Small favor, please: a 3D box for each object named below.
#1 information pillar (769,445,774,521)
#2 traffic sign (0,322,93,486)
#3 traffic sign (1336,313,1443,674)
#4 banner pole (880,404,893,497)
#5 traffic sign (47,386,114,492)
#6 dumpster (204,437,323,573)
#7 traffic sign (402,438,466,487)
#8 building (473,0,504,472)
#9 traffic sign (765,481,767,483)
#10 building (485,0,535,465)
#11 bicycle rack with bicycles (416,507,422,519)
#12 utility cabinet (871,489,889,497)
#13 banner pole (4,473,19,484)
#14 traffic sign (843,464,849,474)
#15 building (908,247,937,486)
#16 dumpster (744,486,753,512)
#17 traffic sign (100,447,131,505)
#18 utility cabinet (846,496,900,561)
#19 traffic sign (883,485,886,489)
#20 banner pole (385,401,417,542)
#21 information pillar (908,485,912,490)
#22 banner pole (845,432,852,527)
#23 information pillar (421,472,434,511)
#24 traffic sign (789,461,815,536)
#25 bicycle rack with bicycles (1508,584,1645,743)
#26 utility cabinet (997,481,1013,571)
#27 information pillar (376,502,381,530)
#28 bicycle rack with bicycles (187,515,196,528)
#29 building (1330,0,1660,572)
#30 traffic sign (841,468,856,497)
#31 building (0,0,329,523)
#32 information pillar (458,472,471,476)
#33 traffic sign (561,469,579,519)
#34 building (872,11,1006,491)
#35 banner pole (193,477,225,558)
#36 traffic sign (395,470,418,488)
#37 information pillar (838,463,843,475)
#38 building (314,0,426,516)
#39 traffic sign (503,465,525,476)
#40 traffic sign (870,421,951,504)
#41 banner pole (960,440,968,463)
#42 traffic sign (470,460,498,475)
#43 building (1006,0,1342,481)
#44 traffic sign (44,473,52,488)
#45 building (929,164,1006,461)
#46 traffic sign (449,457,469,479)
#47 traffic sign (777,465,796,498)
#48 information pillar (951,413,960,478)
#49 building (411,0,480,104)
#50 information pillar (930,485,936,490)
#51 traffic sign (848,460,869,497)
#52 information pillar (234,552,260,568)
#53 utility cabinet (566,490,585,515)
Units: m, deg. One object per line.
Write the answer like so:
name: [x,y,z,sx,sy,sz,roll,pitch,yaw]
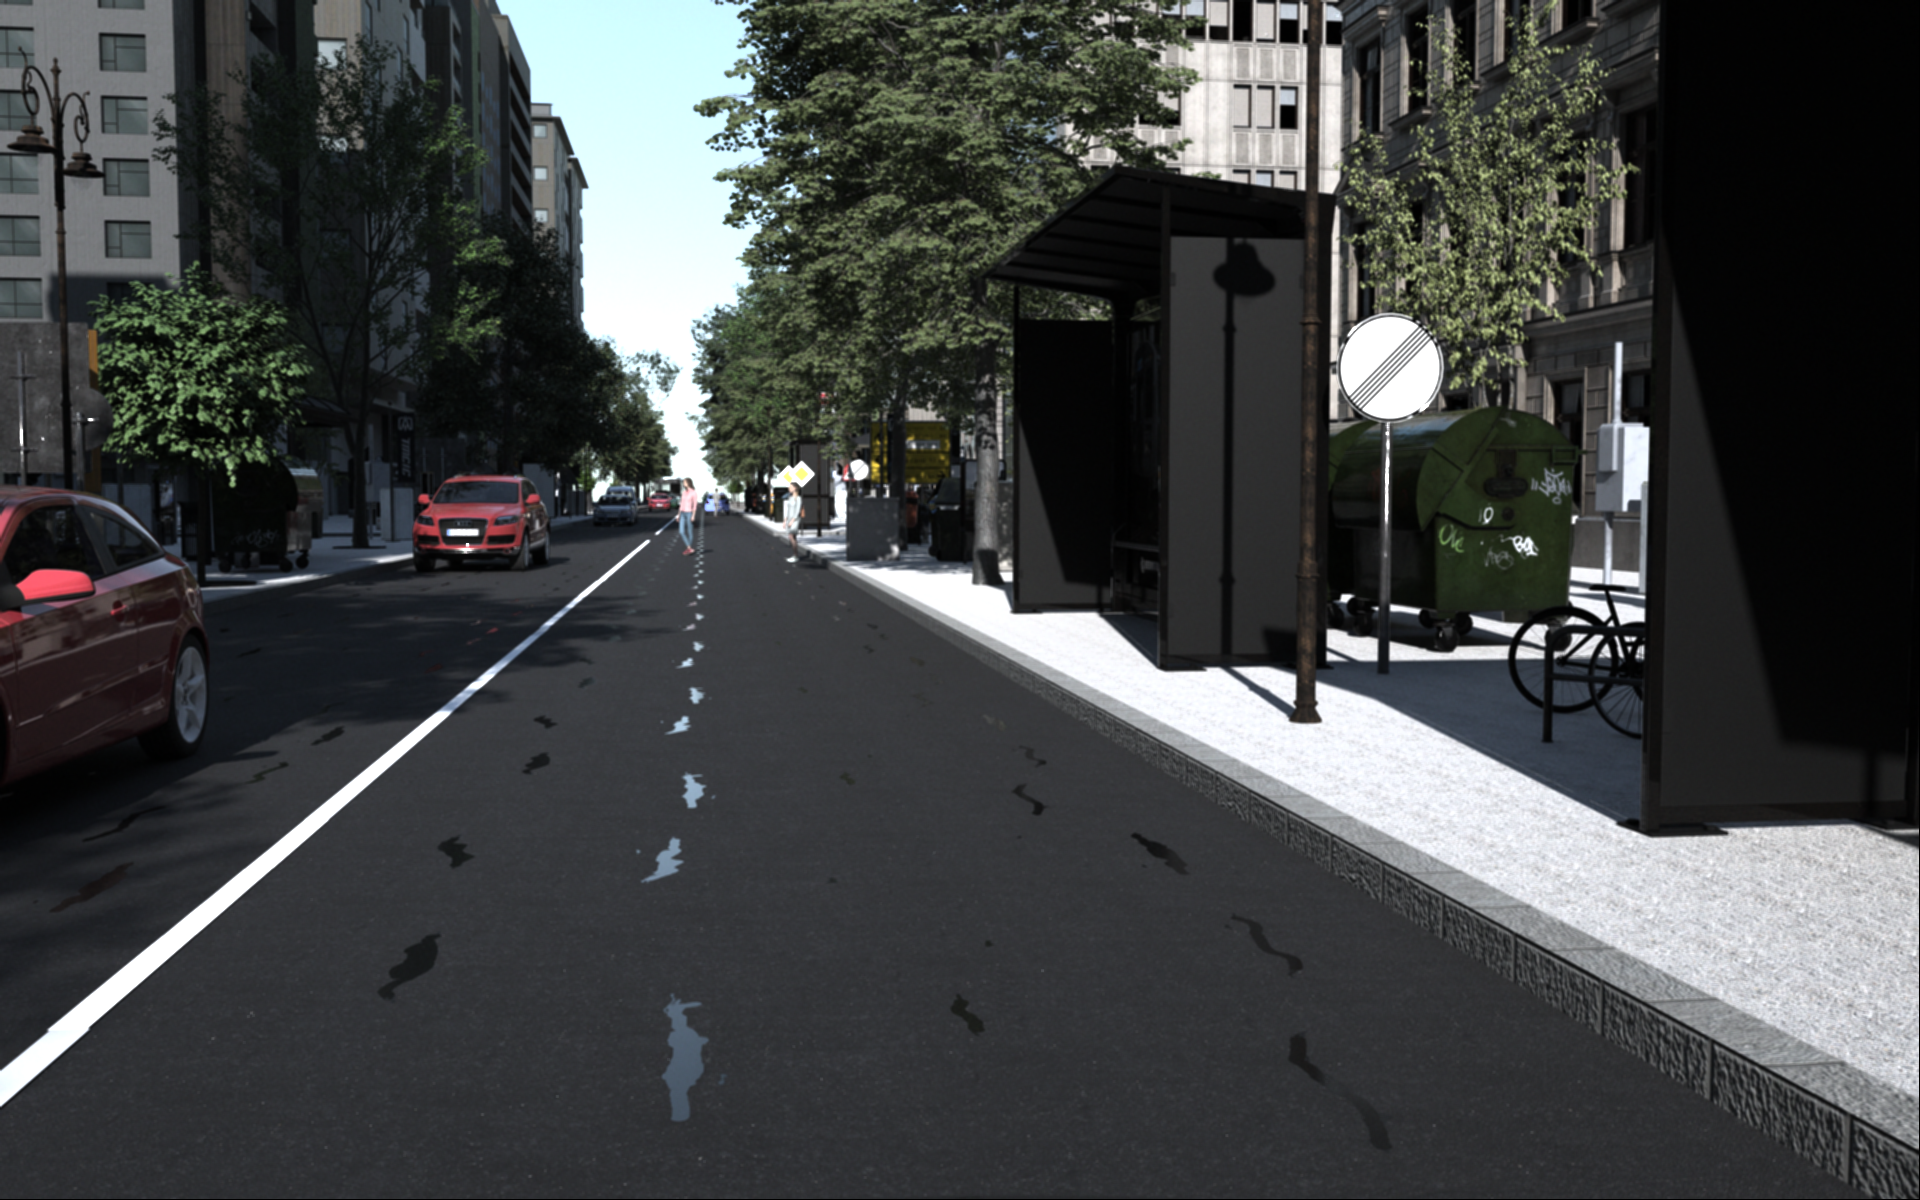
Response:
information pillar: [-9.072,-5.624,83.303,0.183,3.616,0.504,-1,4,-11]
traffic sign: [-11.459,-1.634,20.593,2.265,3.308,0.079,0,4,1]
traffic sign: [3.028,-0.746,12.307,0.768,2.556,0.104,0,4,-4]
banner pole: [-1.921,-3.507,47.358,0.863,3.779,0.401,0,4,4]
traffic sign: [-10.375,-1.244,20.448,0.768,2.556,0.104,0,4,-2]
dumpster: [-11.599,-1.613,28.873,1.502,2.255,1.985,-1,4,-8]
traffic sign: [-19.103,-4.220,62.875,2.265,3.308,0.079,0,4,-7]
building: [-47.840,-30.645,151.160,14.600,45.320,14.200,-1,4,-8]
traffic sign: [-15.186,-8.058,133.874,0.606,2.300,0.079,0,4,1]
building: [-53.372,-33.309,168.306,21.300,48.544,21.600,-1,4,-8]
bicycle rack with bicycles: [-26.271,-4.553,87.829,2.852,0.926,2.925,0,4,-2]
utility cabinet: [-3.582,-4.208,77.479,0.318,1.500,1.173,-2,4,-34]
banner pole: [-16.721,-2.486,30.666,0.863,3.779,0.401,1,4,21]
traffic sign: [-4.386,-4.327,70.847,0.768,2.556,0.104,0,4,-1]
building: [2.401,-17.786,126.960,11.583,22.565,21.152,-1,4,-8]
dumpster: [-14.699,-7.167,122.931,1.264,1.857,1.865,-1,4,-8]
traffic sign: [-12.802,-1.609,26.415,0.768,2.556,0.104,0,4,1]
utility cabinet: [-1.685,-1.364,33.457,1.020,1.237,0.306,0,4,-6]
traffic sign: [-2.768,-3.883,63.598,0.768,2.556,0.104,0,4,-6]
banner pole: [-15.036,-3.457,46.532,0.863,3.779,0.401,-2,4,-24]
information pillar: [-3.373,-7.024,119.336,0.304,2.012,0.304,3,5,41]
banner pole: [-4.312,-4.783,68.219,0.401,3.779,0.863,0,4,4]
information pillar: [-17.991,-3.306,58.539,0.304,2.012,0.304,1,4,16]
traffic sign: [-4.794,-2.986,52.470,0.795,2.450,0.064,-1,4,-8]
bicycle rack with bicycles: [4.258,0.257,9.188,2.925,0.926,2.852,3,5,44]
utility cabinet: [0.968,-1.226,28.721,1.173,1.500,0.318,-1,4,-21]
information pillar: [-20.711,-3.519,62.028,0.304,2.012,0.304,2,4,30]
bicycle rack with bicycles: [-29.987,-3.165,65.123,2.925,0.926,2.852,-2,4,-34]
building: [15.015,-10.329,33.511,10.561,19.102,19.286,-1,4,-8]
traffic sign: [-4.333,-4.243,69.382,0.884,2.594,0.081,0,4,-4]
building: [-37.393,-18.706,77.544,14.160,30.474,14.107,-1,4,-8]
information pillar: [-16.706,-3.302,58.475,0.304,2.012,0.304,3,4,36]
traffic sign: [-19.928,-5.413,88.506,0.884,2.594,0.081,0,4,-4]
building: [-0.833,-28.591,151.054,14.154,41.232,14.086,-1,4,-8]
banner pole: [-14.914,-2.718,34.458,0.401,3.779,0.863,2,4,25]
traffic sign: [-19.350,-3.633,60.591,0.795,2.450,0.064,0,4,1]
information pillar: [-8.567,-8.052,123.005,0.504,3.616,0.183,-1,4,-9]
building: [-49.473,-31.866,110.247,28.713,52.752,27.495,-1,4,-8]
traffic sign: [-15.209,-3.387,59.027,0.795,2.450,0.064,-1,4,-8]
traffic sign: [-1.374,-3.318,48.119,2.265,3.308,0.079,0,4,0]
banner pole: [0.167,-5.544,80.657,0.401,3.779,0.863,-2,4,-33]
traffic sign: [-14.041,-2.904,51.128,0.795,2.450,0.064,-1,4,-8]
building: [12.936,-15.981,79.309,19.932,24.808,12.078,-1,4,-8]
traffic sign: [-11.447,-1.324,21.754,0.768,2.556,0.104,0,4,-4]
building: [5.979,-16.069,104.526,13.314,21.916,24.055,-1,4,-8]
traffic sign: [-17.721,-3.762,61.518,0.884,2.594,0.081,0,4,1]
traffic sign: [-5.962,-3.470,60.370,0.795,2.450,0.064,-1,4,-8]
information pillar: [-0.211,-3.557,49.516,0.504,3.616,0.183,0,4,2]
building: [-45.832,-27.738,137.105,14.154,41.232,14.086,-1,4,-8]
information pillar: [-1.289,-4.982,85.939,0.304,2.012,0.304,2,4,35]
traffic sign: [-3.767,-3.920,64.203,0.768,2.556,0.104,0,4,1]
information pillar: [-12.388,-1.562,30.038,0.304,2.012,0.304,1,4,11]
utility cabinet: [-23.253,-5.889,104.961,1.173,1.500,0.318,1,4,13]
